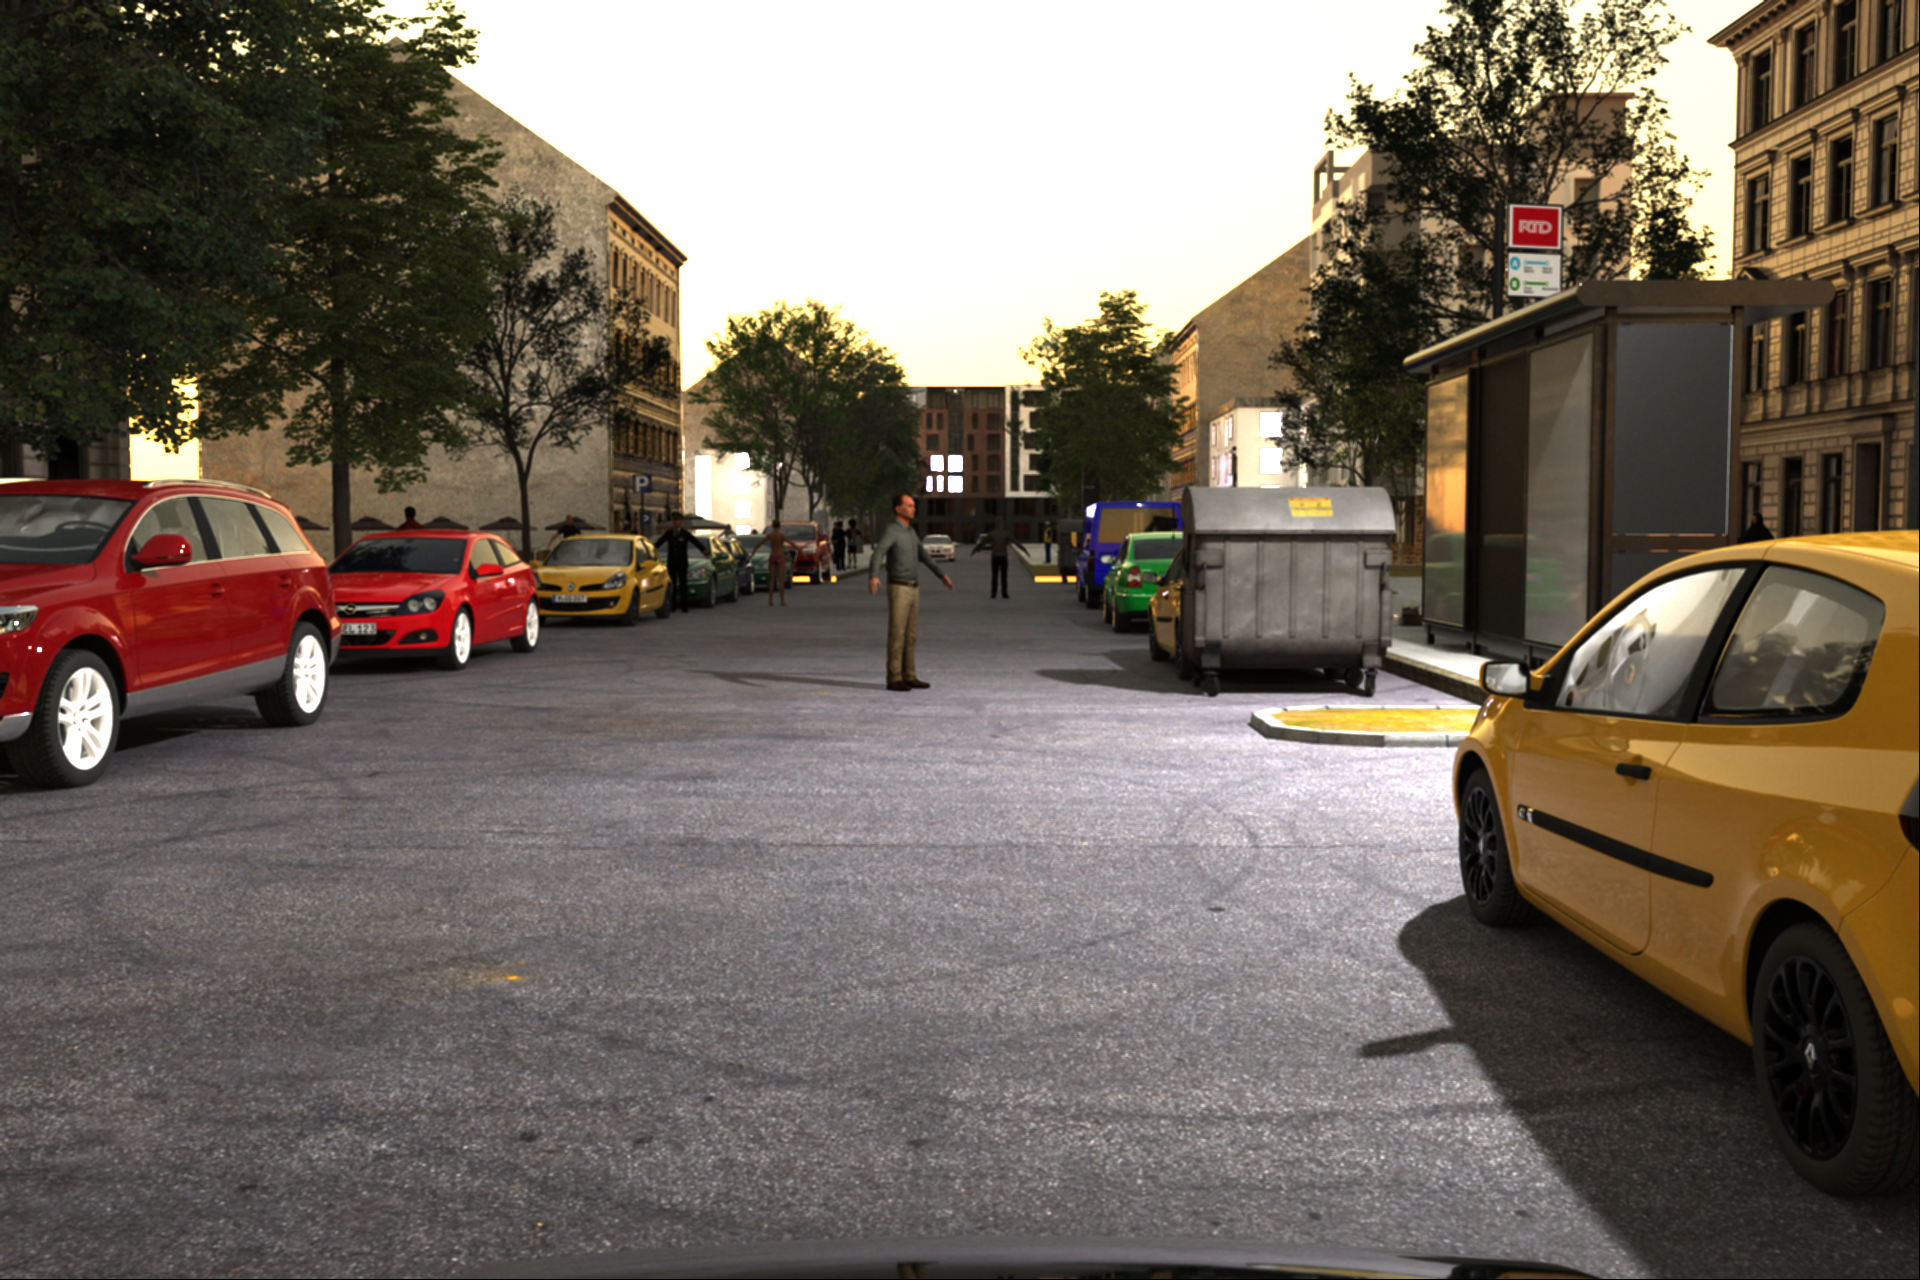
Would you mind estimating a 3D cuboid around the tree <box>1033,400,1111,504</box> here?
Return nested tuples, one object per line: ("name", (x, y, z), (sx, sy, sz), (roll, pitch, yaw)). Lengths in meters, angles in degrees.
("tree", (8.069, -10.993, 114.153), (7.601, 10.594, 8.767), (-3, 5, -41))

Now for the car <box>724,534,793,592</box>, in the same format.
("car", (-5.372, -1.997, 44.444), (2.131, 1.459, 4.920), (0, 4, 1))

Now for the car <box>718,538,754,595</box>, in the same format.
("car", (-5.778, -1.652, 39.596), (1.945, 1.354, 3.894), (0, 4, 2))

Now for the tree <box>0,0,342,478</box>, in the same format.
("tree", (-11.879, -6.984, 20.849), (9.857, 13.997, 8.962), (0, 3, 0))

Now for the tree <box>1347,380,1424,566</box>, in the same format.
("tree", (17.848, -7.288, 69.515), (4.360, 8.622, 3.978), (0, 3, 0))

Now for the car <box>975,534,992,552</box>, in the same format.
("car", (2.184, -7.850, 138.134), (2.009, 1.686, 4.222), (0, 3, 0))

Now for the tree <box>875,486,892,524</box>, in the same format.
("tree", (-6.134, -12.644, 157.094), (4.360, 8.622, 3.978), (0, 3, 0))

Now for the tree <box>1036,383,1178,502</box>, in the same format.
("tree", (8.463, -10.153, 100.419), (8.767, 10.594, 7.601), (1, 4, 9))

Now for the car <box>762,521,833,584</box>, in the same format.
("car", (-4.929, -2.586, 50.949), (2.281, 1.827, 5.304), (0, 4, 1))

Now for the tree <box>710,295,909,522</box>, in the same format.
("tree", (-7.512, -10.883, 88.300), (12.009, 13.543, 11.850), (0, 3, 0))

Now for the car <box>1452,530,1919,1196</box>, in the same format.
("car", (2.718, 0.310, 5.163), (2.015, 1.641, 3.980), (0, 4, 1))

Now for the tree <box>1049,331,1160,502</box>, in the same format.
("tree", (5.360, -6.873, 62.731), (4.360, 8.622, 3.978), (0, 3, 0))

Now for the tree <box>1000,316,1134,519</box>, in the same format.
("tree", (9.430, -17.948, 149.337), (12.611, 20.169, 13.585), (0, 3, 0))

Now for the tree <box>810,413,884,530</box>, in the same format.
("tree", (-6.714, -9.068, 98.623), (4.737, 8.622, 4.395), (0, 3, 0))

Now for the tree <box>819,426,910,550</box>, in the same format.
("tree", (-7.118, -12.377, 136.775), (7.601, 10.594, 8.767), (3, 5, 41))

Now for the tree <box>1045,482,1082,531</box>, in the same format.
("tree", (8.850, -11.477, 138.019), (4.737, 8.622, 4.395), (0, 3, 0))

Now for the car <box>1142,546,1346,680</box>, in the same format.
("car", (2.995, -0.502, 18.437), (2.015, 1.641, 3.980), (0, 4, 0))

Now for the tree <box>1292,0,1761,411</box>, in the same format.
("tree", (8.796, -5.689, 27.434), (7.601, 10.594, 8.767), (1, 4, 14))

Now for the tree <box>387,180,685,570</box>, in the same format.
("tree", (-11.229, -6.774, 45.163), (8.767, 10.594, 7.601), (0, 4, 1))

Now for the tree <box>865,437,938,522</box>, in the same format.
("tree", (-5.916, -13.056, 147.885), (8.767, 10.594, 7.601), (0, 4, 6))

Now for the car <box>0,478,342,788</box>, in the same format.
("car", (-5.906, -0.172, 11.481), (2.281, 1.827, 5.304), (0, 4, 2))

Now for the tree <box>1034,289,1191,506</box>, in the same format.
("tree", (7.072, -9.933, 80.536), (7.486, 12.596, 7.792), (0, 3, 0))

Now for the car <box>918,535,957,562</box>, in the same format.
("car", (-1.213, -4.843, 91.547), (2.083, 1.381, 4.827), (0, 4, 1))

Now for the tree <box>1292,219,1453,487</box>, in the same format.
("tree", (9.863, -5.583, 41.644), (4.737, 8.622, 4.395), (0, 3, 0))

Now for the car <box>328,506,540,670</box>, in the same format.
("car", (-6.088, -0.643, 19.551), (2.155, 1.783, 4.494), (0, 4, 1))

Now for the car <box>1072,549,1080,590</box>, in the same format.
("car", (3.844, -2.058, 43.442), (2.009, 1.686, 4.222), (0, 4, 1))

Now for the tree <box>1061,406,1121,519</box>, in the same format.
("tree", (7.419, -8.695, 92.519), (4.737, 8.622, 4.395), (0, 3, 0))

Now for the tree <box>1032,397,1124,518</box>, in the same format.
("tree", (9.107, -12.386, 128.274), (9.928, 11.665, 9.643), (0, 3, 0))

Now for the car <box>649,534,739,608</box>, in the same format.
("car", (-5.636, -1.424, 35.086), (2.131, 1.459, 4.920), (0, 4, 2))

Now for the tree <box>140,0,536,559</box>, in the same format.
("tree", (-12.156, -7.055, 33.481), (7.486, 12.596, 7.792), (0, 3, 0))

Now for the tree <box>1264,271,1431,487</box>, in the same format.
("tree", (14.089, -7.711, 60.483), (7.601, 10.594, 8.767), (1, 4, 18))

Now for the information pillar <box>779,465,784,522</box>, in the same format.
("information pillar", (-6.044, -4.115, 58.643), (0.183, 3.616, 0.504), (0, 4, 2))

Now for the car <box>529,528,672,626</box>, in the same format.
("car", (-5.838, -1.095, 28.122), (2.015, 1.641, 3.980), (0, 4, 2))

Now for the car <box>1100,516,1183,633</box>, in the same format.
("car", (3.151, -1.079, 26.440), (1.959, 1.807, 4.718), (0, 4, 2))

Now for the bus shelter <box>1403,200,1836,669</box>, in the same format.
("bus shelter", (6.225, -2.507, 18.625), (2.179, 5.291, 8.768), (0, 4, 1))

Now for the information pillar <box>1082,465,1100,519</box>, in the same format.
("information pillar", (4.963, -4.655, 65.493), (0.750, 3.857, 0.750), (0, 4, 1))

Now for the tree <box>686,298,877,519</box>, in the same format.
("tree", (-7.802, -9.141, 75.206), (9.928, 11.665, 9.643), (0, 3, 0))

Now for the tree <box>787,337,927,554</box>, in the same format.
("tree", (-6.686, -12.686, 114.075), (9.857, 13.997, 8.962), (0, 3, 0))

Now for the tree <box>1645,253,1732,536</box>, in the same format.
("tree", (28.144, -9.180, 68.218), (7.486, 12.596, 7.792), (0, 3, 0))

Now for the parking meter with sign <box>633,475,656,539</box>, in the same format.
("parking meter with sign", (-9.295, -3.385, 51.609), (0.543, 3.016, 1.738), (0, 4, 1))
